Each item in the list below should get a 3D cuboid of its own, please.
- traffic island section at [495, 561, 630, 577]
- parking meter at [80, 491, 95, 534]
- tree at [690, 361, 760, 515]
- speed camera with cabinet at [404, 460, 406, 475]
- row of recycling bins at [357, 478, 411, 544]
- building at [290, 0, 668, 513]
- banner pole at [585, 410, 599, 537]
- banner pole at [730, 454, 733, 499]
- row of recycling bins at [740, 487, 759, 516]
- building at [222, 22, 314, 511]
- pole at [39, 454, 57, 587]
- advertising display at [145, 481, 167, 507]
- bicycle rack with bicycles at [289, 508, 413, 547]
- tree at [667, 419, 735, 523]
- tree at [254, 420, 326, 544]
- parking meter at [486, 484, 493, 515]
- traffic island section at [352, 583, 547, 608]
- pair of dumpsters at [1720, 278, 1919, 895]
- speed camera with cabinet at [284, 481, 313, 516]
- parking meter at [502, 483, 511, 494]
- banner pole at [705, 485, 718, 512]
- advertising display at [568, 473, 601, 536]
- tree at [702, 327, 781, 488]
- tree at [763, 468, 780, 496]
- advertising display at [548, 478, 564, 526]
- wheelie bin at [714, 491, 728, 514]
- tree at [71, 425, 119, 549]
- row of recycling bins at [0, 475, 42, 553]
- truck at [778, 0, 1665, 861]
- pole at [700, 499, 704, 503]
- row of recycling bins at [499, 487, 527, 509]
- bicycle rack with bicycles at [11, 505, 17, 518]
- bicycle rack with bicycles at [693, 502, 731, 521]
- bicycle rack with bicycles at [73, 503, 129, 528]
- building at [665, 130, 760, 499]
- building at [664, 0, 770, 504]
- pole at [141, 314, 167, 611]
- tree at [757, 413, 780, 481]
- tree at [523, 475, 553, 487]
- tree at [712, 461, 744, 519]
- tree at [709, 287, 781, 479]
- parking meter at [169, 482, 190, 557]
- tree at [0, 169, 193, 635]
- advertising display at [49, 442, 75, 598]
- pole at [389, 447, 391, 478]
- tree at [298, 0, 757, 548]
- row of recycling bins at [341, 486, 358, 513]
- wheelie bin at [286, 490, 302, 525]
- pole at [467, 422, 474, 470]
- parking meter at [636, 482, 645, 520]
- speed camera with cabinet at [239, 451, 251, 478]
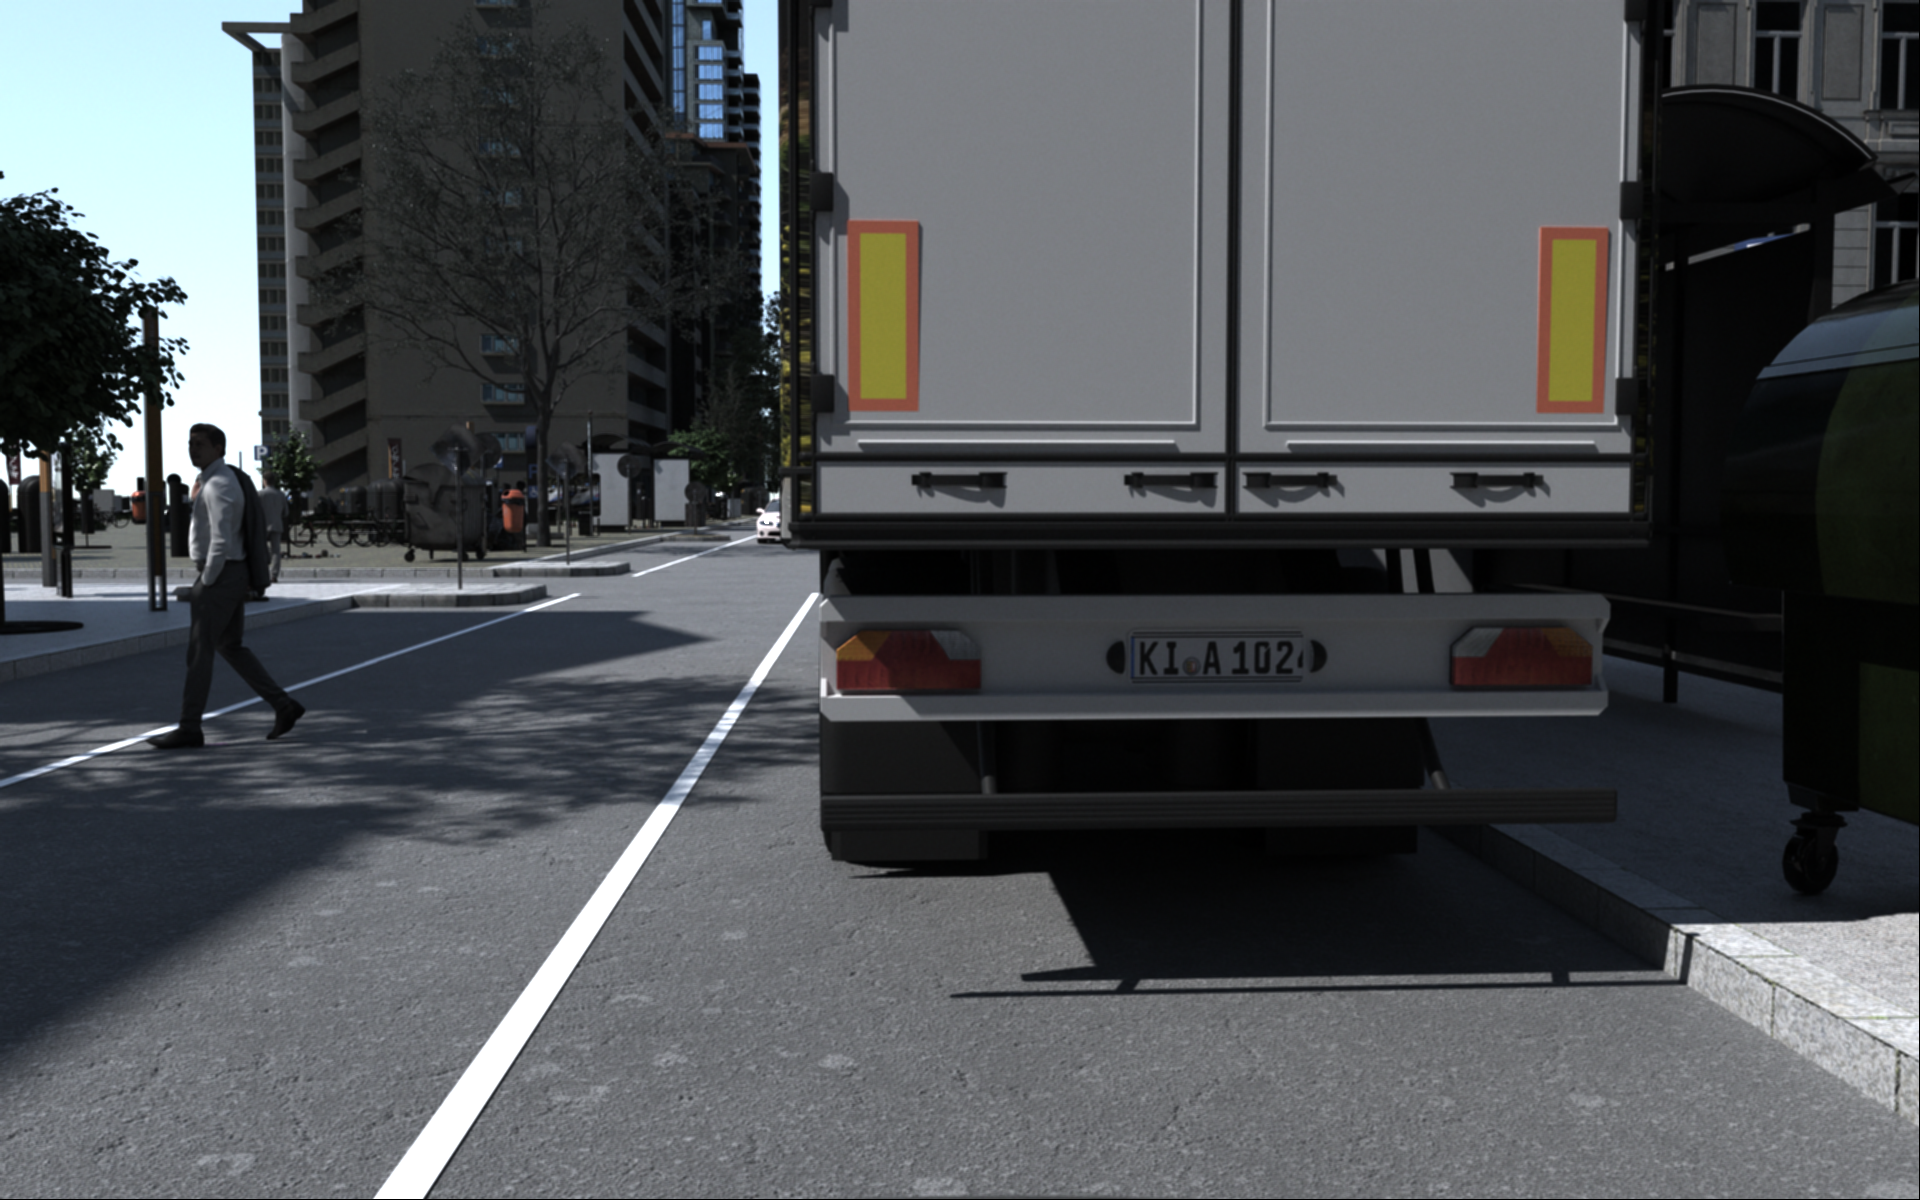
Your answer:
[{"bbox_3d":[-7.107,-0.553,31.324,2.009,0.180,2.903,0,4,-2],"label":"traffic island section"},{"bbox_3d":[-28.108,-2.898,55.786,0.372,1.533,0.369,0,3,0],"label":"parking meter"},{"bbox_3d":[-13.232,-8.940,96.539,4.360,8.622,3.978,0,3,0],"label":"tree"},{"bbox_3d":[-32.669,-6.600,102.251,0.660,3.252,2.038,0,4,4],"label":"speed camera with cabinet"},{"bbox_3d":[-15.132,-2.381,46.042,1.069,1.692,3.534,-2,4,-27],"label":"row of recycling bins"},{"bbox_3d":[-31.795,-30.129,116.309,21.300,48.544,21.600,0,4,-2],"label":"building"},{"bbox_3d":[-11.122,-3.797,52.104,0.401,3.779,0.863,-1,4,-19],"label":"banner pole"},{"bbox_3d":[-14.081,-7.109,106.253,0.401,3.779,0.863,-2,4,-28],"label":"banner pole"},{"bbox_3d":[-12.679,-5.980,104.879,1.069,1.692,3.534,-1,4,-12],"label":"row of recycling bins"},{"bbox_3d":[-38.383,-27.362,139.257,32.217,40.220,23.993,0,4,-2],"label":"building"},{"bbox_3d":[-12.574,-1.837,23.872,0.158,3.312,0.155,0,3,0],"label":"pole"},{"bbox_3d":[-38.557,-4.759,83.017,0.974,1.923,0.123,-3,5,-41],"label":"advertising display"},{"bbox_3d":[-14.593,-1.788,42.615,2.925,0.926,2.852,1,4,12],"label":"bicycle rack with bicycles"},{"bbox_3d":[-11.409,-5.652,76.128,4.285,4.588,4.351,0,3,0],"label":"tree"},{"bbox_3d":[-17.468,-3.108,45.422,1.663,3.219,1.824,0,3,0],"label":"tree"},{"bbox_3d":[-11.956,-2.153,43.617,0.372,1.533,0.369,0,3,0],"label":"parking meter"},{"bbox_3d":[-6.758,-0.065,23.346,2.009,0.180,2.903,0,4,-2],"label":"traffic island section"},{"bbox_3d":[3.347,-0.062,3.512,1.574,2.255,4.437,0,4,-2],"label":"pair of dumpsters"},{"bbox_3d":[-37.396,-6.338,97.957,0.660,3.252,2.038,1,4,12],"label":"speed camera with cabinet"},{"bbox_3d":[-23.580,-5.164,90.135,0.255,1.863,0.399,3,5,40],"label":"parking meter"},{"bbox_3d":[-12.778,-6.086,89.519,0.863,3.779,0.401,0,4,7],"label":"banner pole"},{"bbox_3d":[-11.594,-2.952,53.474,0.974,1.923,0.123,-1,4,-12],"label":"advertising display"},{"bbox_3d":[-13.912,-12.226,118.016,7.486,12.596,7.792,0,3,0],"label":"tree"},{"bbox_3d":[-14.137,-8.344,131.018,1.663,3.219,1.824,0,3,0],"label":"tree"},{"bbox_3d":[-16.486,-3.961,69.984,0.974,1.923,0.123,1,4,9],"label":"advertising display"},{"bbox_3d":[-13.992,-5.731,101.609,0.980,1.594,0.693,1,4,16],"label":"wheelie bin"},{"bbox_3d":[-20.729,-2.822,40.741,1.663,3.219,1.824,0,3,0],"label":"tree"},{"bbox_3d":[-21.482,-1.863,37.573,3.534,1.692,1.069,-1,4,-12],"label":"row of recycling bins"},{"bbox_3d":[0.394,-1.305,10.247,2.839,4.237,11.283,0,4,-3],"label":"truck"},{"bbox_3d":[-13.959,-6.108,93.716,0.158,3.312,0.155,0,3,0],"label":"pole"},{"bbox_3d":[-26.236,-5.701,100.322,3.534,1.692,1.069,-3,5,-42],"label":"row of recycling bins"},{"bbox_3d":[-42.908,-4.177,81.672,2.925,0.926,2.852,3,4,37],"label":"bicycle rack with bicycles"},{"bbox_3d":[-12.386,-4.228,82.508,2.925,0.926,2.852,0,4,-3],"label":"bicycle rack with bicycles"},{"bbox_3d":[-33.163,-3.211,65.886,2.925,0.926,2.852,-1,4,-10],"label":"bicycle rack with bicycles"},{"bbox_3d":[-36.156,-34.008,210.651,22.147,44.769,28.867,0,4,-2],"label":"building"},{"bbox_3d":[-37.417,-56.671,239.235,22.319,86.520,31.000,0,4,-2],"label":"building"},{"bbox_3d":[-8.830,-1.537,18.967,0.158,3.312,0.155,0,3,0],"label":"pole"},{"bbox_3d":[-16.833,-16.208,182.015,9.611,12.733,9.660,0,3,0],"label":"tree"},{"bbox_3d":[-23.450,-6.217,96.255,1.663,3.219,1.824,0,3,0],"label":"tree"},{"bbox_3d":[-11.978,-5.724,88.196,1.663,3.219,1.824,0,3,0],"label":"tree"},{"bbox_3d":[-13.639,-17.388,140.181,12.611,20.169,13.585,0,3,0],"label":"tree"},{"bbox_3d":[-15.912,-1.646,35.328,0.372,1.533,0.369,0,3,0],"label":"parking meter"},{"bbox_3d":[-9.181,-1.992,16.291,4.285,4.588,4.351,0,3,0],"label":"tree"},{"bbox_3d":[-11.236,-1.007,21.677,0.123,1.923,0.974,-2,4,-35],"label":"advertising display"},{"bbox_3d":[-22.872,-4.644,69.774,0.158,3.312,0.155,0,3,0],"label":"pole"},{"bbox_3d":[-10.162,-8.042,41.851,12.009,13.543,11.850,0,3,0],"label":"tree"},{"bbox_3d":[-29.703,-4.946,87.978,1.069,1.692,3.534,1,4,19],"label":"row of recycling bins"},{"bbox_3d":[-27.433,-3.873,71.227,0.693,1.594,0.980,-2,4,-29],"label":"wheelie bin"},{"bbox_3d":[-13.855,-3.379,49.093,0.158,3.312,0.155,0,3,0],"label":"pole"},{"bbox_3d":[-15.688,-4.857,85.118,0.399,1.863,0.255,2,4,30],"label":"parking meter"},{"bbox_3d":[-33.624,-5.199,79.346,2.038,3.252,0.660,-2,4,-34],"label":"speed camera with cabinet"}]
